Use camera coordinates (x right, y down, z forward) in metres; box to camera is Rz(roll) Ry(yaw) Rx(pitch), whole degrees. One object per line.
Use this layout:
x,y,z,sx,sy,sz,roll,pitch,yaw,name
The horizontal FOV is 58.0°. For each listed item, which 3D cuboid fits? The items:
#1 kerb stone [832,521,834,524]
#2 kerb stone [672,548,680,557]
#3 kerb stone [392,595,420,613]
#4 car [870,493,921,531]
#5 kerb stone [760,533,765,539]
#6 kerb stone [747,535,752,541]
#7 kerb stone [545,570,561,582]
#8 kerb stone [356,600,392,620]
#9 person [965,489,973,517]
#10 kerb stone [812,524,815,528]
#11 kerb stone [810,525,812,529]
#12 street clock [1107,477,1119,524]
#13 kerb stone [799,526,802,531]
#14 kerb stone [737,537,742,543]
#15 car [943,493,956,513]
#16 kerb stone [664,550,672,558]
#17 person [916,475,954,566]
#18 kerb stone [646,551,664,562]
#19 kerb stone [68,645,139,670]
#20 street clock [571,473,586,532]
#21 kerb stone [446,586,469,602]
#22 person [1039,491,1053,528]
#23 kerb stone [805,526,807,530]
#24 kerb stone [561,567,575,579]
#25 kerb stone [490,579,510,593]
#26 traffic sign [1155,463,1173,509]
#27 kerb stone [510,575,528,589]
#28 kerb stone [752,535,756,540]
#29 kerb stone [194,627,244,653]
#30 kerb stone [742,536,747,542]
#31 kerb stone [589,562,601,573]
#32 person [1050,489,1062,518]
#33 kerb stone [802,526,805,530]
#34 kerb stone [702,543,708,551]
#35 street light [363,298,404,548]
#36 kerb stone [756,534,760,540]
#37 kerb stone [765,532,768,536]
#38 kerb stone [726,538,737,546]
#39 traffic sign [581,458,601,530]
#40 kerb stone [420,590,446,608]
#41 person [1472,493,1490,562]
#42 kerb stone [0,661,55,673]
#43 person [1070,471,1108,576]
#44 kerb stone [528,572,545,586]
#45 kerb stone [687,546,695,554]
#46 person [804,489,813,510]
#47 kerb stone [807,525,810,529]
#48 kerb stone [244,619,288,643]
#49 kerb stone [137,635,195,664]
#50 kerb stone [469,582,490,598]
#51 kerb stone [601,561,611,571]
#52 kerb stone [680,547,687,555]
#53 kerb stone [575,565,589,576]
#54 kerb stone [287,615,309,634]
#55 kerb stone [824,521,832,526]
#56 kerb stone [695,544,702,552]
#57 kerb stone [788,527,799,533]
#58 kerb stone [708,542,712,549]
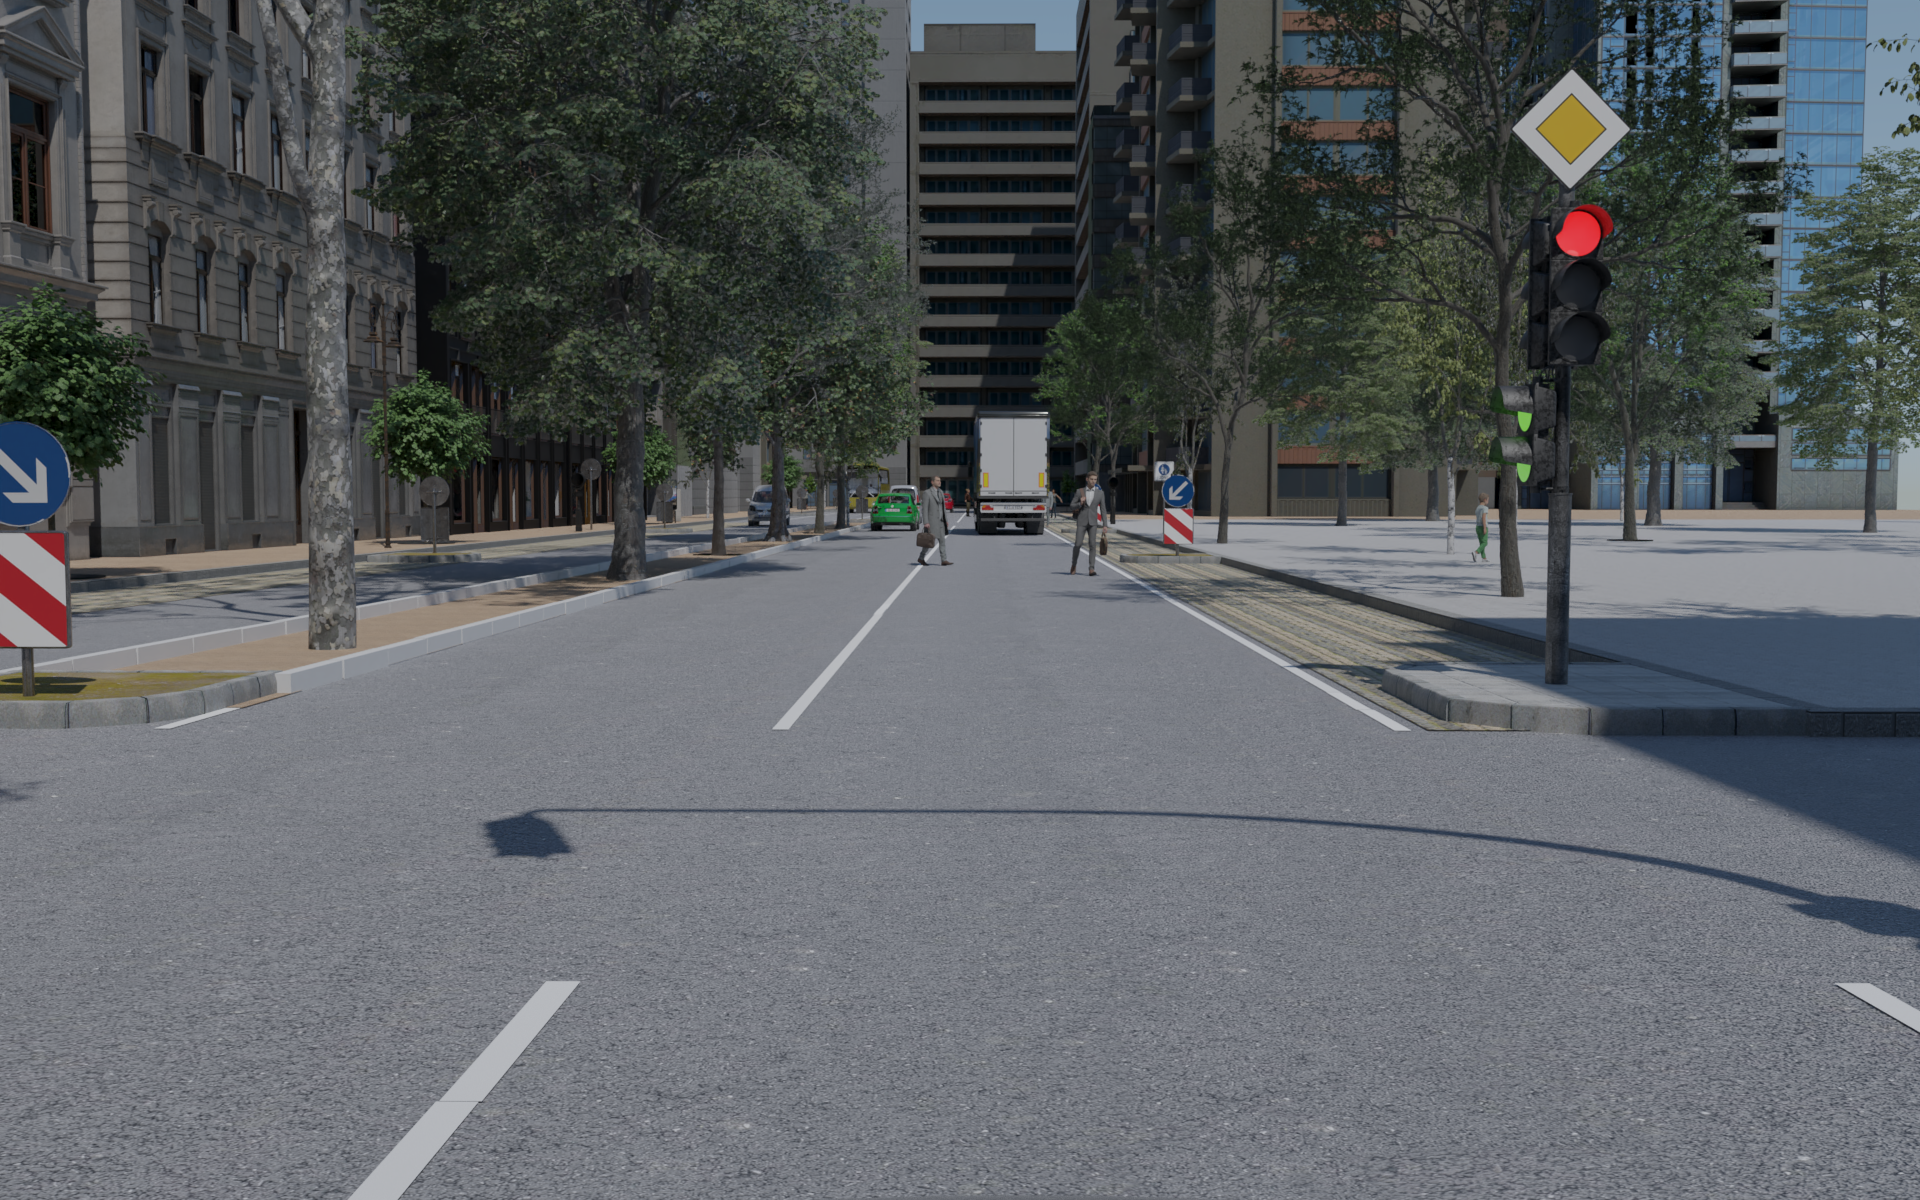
-6.079,-3.567,80.611,0.120,0.150,1.000,0,4,1,kerb stone
-6.605,-1.064,39.594,0.120,0.150,1.000,0,4,1,kerb stone
-6.833,0.066,21.110,0.120,0.150,1.000,0,4,1,kerb stone
-2.530,-3.635,68.229,1.959,1.807,4.718,0,4,1,car
-6.400,-2.005,54.970,0.120,0.150,1.000,0,4,1,kerb stone
-6.445,-1.814,51.897,0.120,0.150,1.000,0,4,1,kerb stone
-6.746,-0.372,28.283,0.120,0.150,1.000,0,4,1,kerb stone
-6.844,0.129,20.084,0.120,0.150,1.000,0,4,1,kerb stone
0.587,-6.150,109.571,0.721,1.766,1.217,2,4,25,person
-6.197,-3.007,71.377,0.120,0.150,1.000,0,4,1,kerb stone
-6.204,-2.941,70.355,0.120,0.150,1.000,0,4,1,kerb stone
6.490,-4.214,73.473,0.471,2.002,0.358,-1,4,-12,street clock
-6.270,-2.692,66.249,0.120,0.150,1.000,0,4,1,kerb stone
-6.476,-1.683,49.836,0.120,0.150,1.000,0,4,1,kerb stone
-1.402,-7.557,132.602,2.155,1.783,4.494,0,4,1,car
-6.613,-1.002,38.572,0.120,0.150,1.000,0,4,1,kerb stone
-0.488,-1.586,34.530,0.767,1.812,0.694,3,5,41,person
-6.627,-0.938,37.539,0.120,0.150,1.000,0,4,1,kerb stone
-6.931,0.505,13.935,0.120,0.150,1.000,0,4,1,kerb stone
-12.999,-3.330,59.014,0.471,2.002,0.358,0,4,4,street clock
-6.813,-0.055,23.162,0.120,0.150,1.000,0,4,1,kerb stone
3.639,-3.968,73.477,0.635,1.810,0.391,1,4,15,person
-6.235,-2.820,68.299,0.120,0.150,1.000,0,4,1,kerb stone
-6.732,-0.430,29.310,0.120,0.150,1.000,0,4,1,kerb stone
-6.793,-0.185,25.215,0.120,0.150,1.000,0,4,1,kerb stone
6.482,-3.237,55.047,0.606,2.300,0.079,0,4,8,traffic sign
-6.771,-0.247,26.237,0.120,0.150,1.000,0,4,1,kerb stone
-6.425,-1.880,52.926,0.120,0.150,1.000,0,4,1,kerb stone
-6.907,0.379,15.994,0.120,0.150,1.000,0,4,1,kerb stone
-6.458,-1.751,50.865,0.120,0.150,1.000,0,4,1,kerb stone
-6.713,-0.555,31.362,0.120,0.150,1.000,0,4,1,kerb stone
5.440,-5.639,101.413,1.217,1.735,0.721,2,4,27,person
-6.248,-2.752,67.273,0.120,0.150,1.000,0,4,1,kerb stone
-6.548,-1.312,43.688,0.120,0.150,1.000,0,4,1,kerb stone
-13.598,-4.172,40.995,0.468,5.910,1.993,0,4,1,street light
-6.424,-1.936,53.949,0.120,0.150,1.000,0,4,1,kerb stone
-6.399,-2.067,55.995,0.120,0.150,1.000,0,4,1,kerb stone
-6.487,-1.628,48.813,0.120,0.150,1.000,0,4,1,kerb stone
-13.184,-3.777,61.859,0.768,2.556,0.104,1,4,9,traffic sign
-6.820,0.004,22.132,0.120,0.150,1.000,0,4,1,kerb stone
9.775,-1.358,32.493,0.590,1.304,0.306,-3,4,-38,person
-6.940,0.571,12.913,0.120,0.150,1.000,0,4,1,kerb stone
2.253,-1.341,30.397,0.622,1.834,0.822,-1,4,-12,person
-6.755,-0.310,27.261,0.120,0.150,1.000,0,4,1,kerb stone
-6.577,-1.190,41.644,0.120,0.150,1.000,0,4,1,kerb stone
-12.421,-8.151,140.096,1.217,1.735,0.721,-3,5,-39,person
-6.226,-2.882,69.321,0.120,0.150,1.000,0,4,1,kerb stone
-6.892,0.322,17.017,0.120,0.150,1.000,0,4,1,kerb stone
-6.916,0.442,14.962,0.120,0.150,1.000,0,4,1,kerb stone
-6.799,-0.118,24.184,0.120,0.150,1.000,0,4,1,kerb stone
-6.692,-0.622,32.394,0.120,0.150,1.000,0,4,1,kerb stone
-6.597,-1.121,40.620,0.120,0.150,1.000,0,4,1,kerb stone
-6.727,-0.495,30.340,0.120,0.150,1.000,0,4,1,kerb stone
-6.871,0.254,18.038,0.120,0.150,1.000,0,4,1,kerb stone
-6.086,-3.508,79.578,0.120,0.150,1.000,0,4,1,kerb stone
-6.555,-1.252,42.666,0.120,0.150,1.000,0,4,1,kerb stone
-6.272,-2.632,65.223,0.120,0.150,1.000,0,4,1,kerb stone
-6.536,-1.377,44.711,0.120,0.150,1.000,0,4,1,kerb stone
